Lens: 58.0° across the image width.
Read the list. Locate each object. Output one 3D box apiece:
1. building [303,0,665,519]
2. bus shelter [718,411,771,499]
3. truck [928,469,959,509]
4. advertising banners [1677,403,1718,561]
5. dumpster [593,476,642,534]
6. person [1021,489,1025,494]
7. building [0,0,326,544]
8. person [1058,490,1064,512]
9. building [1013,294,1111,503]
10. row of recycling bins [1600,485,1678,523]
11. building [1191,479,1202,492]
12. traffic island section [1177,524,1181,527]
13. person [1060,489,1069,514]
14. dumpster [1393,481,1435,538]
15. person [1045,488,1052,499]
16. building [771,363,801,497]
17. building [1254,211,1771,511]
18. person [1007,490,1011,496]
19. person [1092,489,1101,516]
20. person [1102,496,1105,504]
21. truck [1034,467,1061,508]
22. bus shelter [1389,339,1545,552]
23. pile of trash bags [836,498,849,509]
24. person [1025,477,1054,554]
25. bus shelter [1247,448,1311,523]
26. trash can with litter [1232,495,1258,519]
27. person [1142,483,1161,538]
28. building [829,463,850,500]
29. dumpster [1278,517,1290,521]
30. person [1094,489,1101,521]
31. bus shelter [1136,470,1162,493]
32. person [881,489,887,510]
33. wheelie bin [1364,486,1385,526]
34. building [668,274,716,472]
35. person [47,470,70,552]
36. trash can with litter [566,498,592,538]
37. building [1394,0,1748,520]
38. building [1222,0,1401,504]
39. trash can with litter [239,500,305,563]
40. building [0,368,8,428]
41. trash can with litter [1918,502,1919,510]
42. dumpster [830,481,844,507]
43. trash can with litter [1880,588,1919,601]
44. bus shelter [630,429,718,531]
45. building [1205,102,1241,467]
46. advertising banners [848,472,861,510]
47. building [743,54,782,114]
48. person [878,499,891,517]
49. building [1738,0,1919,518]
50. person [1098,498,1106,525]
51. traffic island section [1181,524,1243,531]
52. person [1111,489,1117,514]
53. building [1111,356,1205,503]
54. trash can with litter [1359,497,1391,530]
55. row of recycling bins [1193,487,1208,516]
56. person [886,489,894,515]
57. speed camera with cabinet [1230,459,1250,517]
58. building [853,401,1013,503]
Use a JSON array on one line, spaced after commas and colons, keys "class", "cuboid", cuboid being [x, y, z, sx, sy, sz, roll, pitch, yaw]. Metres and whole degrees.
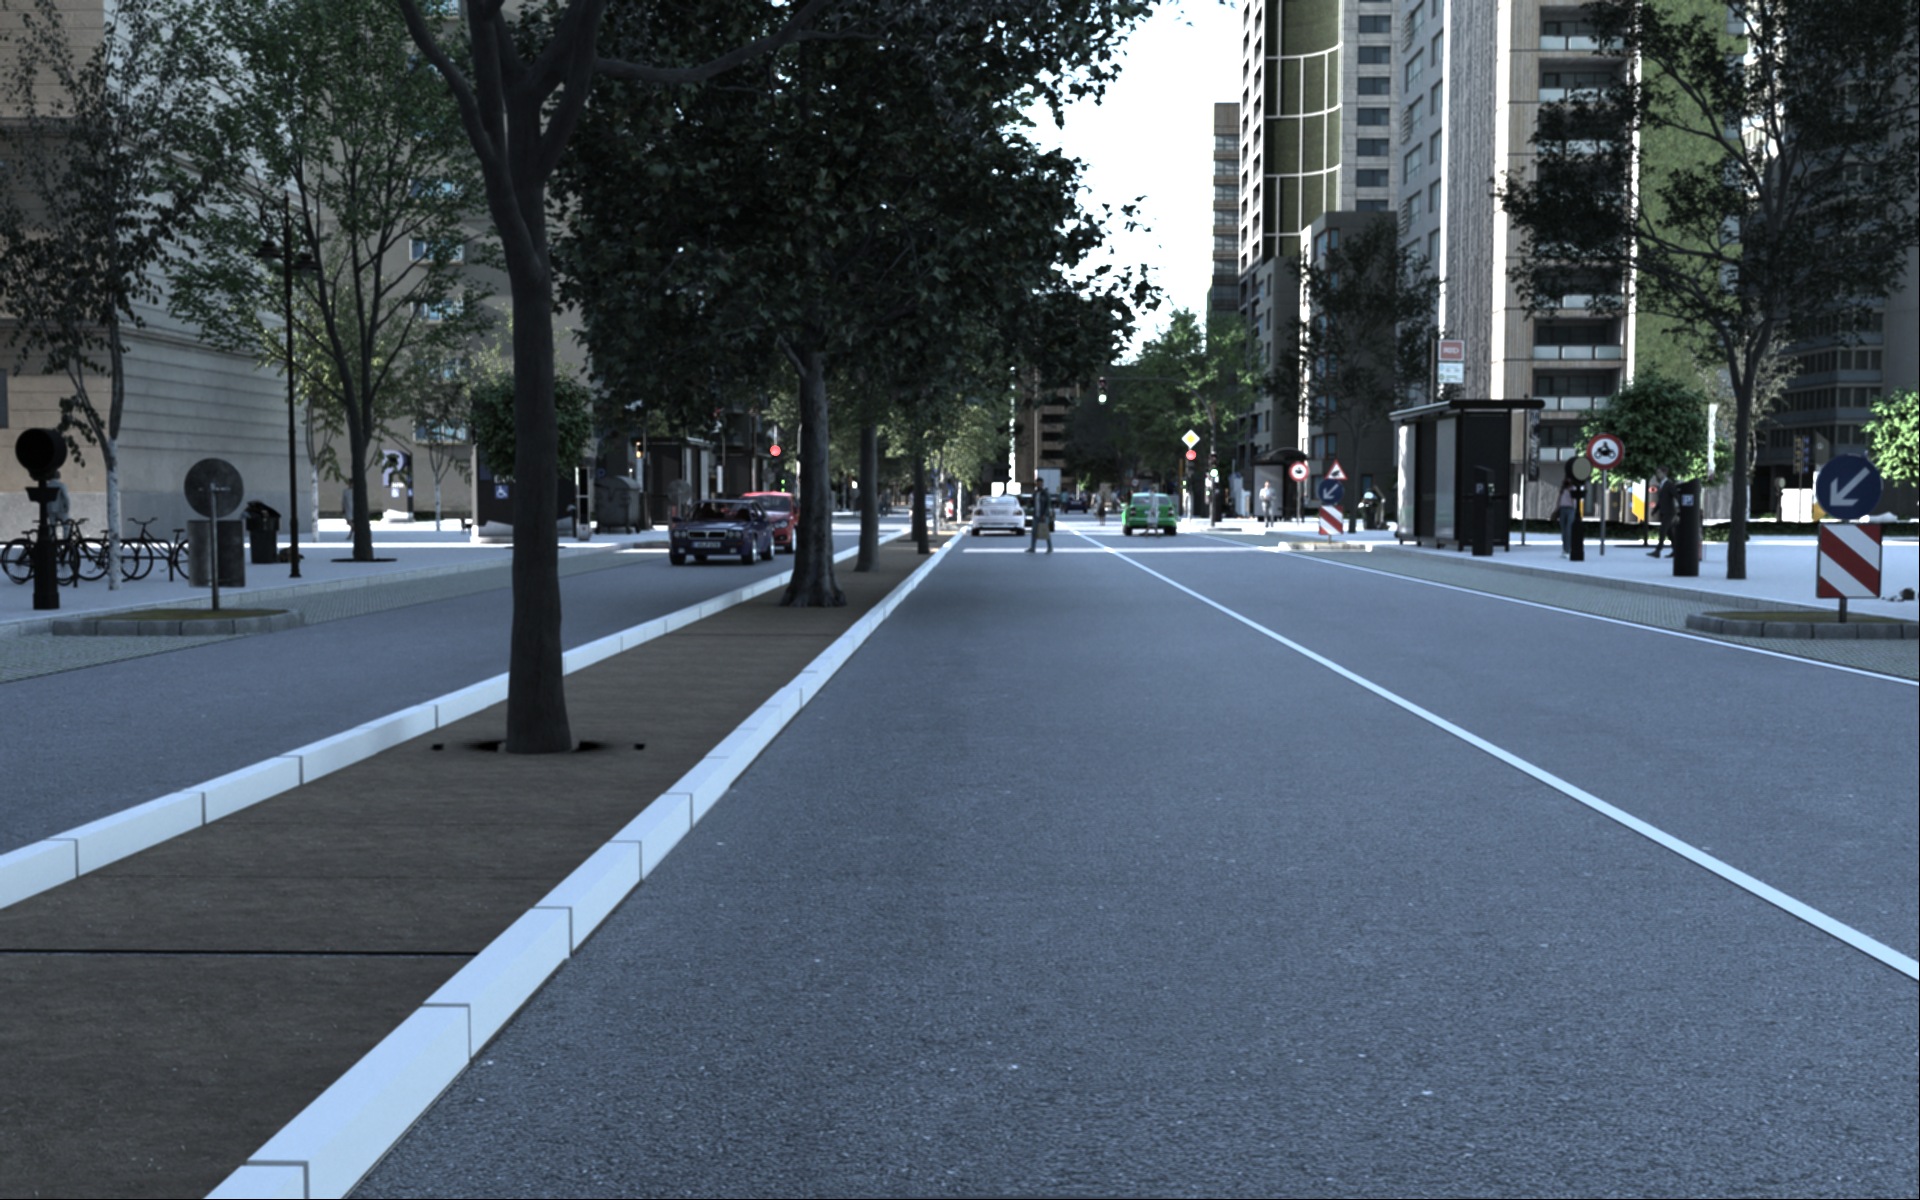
[{"class": "building", "cuboid": [-29.074, -28.934, 96.772, 21.300, 48.544, 21.600, 0, 4, 1]}, {"class": "bus shelter", "cuboid": [-10.655, -6.454, 83.149, 2.179, 5.291, 8.768, 0, 4, 1]}, {"class": "truck", "cuboid": [-1.433, -11.072, 170.779, 2.967, 4.110, 18.799, 0, 4, 1]}, {"class": "advertising banners", "cuboid": [14.061, -2.250, 32.981, 0.090, 3.025, 2.074, 3, 5, 41]}, {"class": "dumpster", "cuboid": [-11.012, -3.051, 55.635, 1.264, 1.857, 1.865, 0, 4, 1]}, {"class": "person", "cuboid": [5.250, -8.439, 146.497, 0.660, 1.820, 0.620, -3, 5, -39]}, {"class": "building", "cuboid": [-32.607, -16.101, 50.635, 23.554, 28.519, 14.401, 0, 4, 1]}, {"class": "person", "cuboid": [8.235, -8.013, 139.752, 0.600, 1.795, 0.529, -2, 4, -23]}, {"class": "building", "cuboid": [14.772, -29.363, 251.781, 14.107, 30.474, 14.160, 0, 4, 1]}, {"class": "row of recycling bins", "cuboid": [30.420, -4.288, 77.219, 3.534, 1.692, 1.069, 1, 4, 21]}, {"class": "building", "cuboid": [42.451, -31.233, 202.537, 32.217, 40.220, 23.993, 0, 4, 1]}, {"class": "traffic island section", "cuboid": [10.092, -3.276, 75.844, 2.009, 0.180, 2.903, 0, 4, 1]}, {"class": "person", "cuboid": [7.396, -7.001, 122.979, 0.660, 1.820, 0.620, 2, 4, 26]}, {"class": "dumpster", "cuboid": [13.263, -2.695, 49.817, 1.264, 1.857, 1.865, 0, 4, 1]}, {"class": "person", "cuboid": [5.109, -5.650, 101.077, 0.583, 1.804, 0.606, -1, 4, -17]}, {"class": "building", "cuboid": [-29.659, -31.109, 200.506, 23.993, 40.220, 32.217, 0, 4, 1]}, {"class": "building", "cuboid": [36.476, -16.830, 120.215, 27.650, 21.520, 28.899, 0, 4, 1]}, {"class": "person", "cuboid": [4.233, -8.418, 146.480, 0.694, 1.780, 0.624, 2, 4, 29]}, {"class": "person", "cuboid": [8.939, -6.357, 112.716, 0.678, 1.792, 0.850, -2, 4, -34]}, {"class": "person", "cuboid": [11.332, -7.616, 137.296, 0.475, 1.303, 0.640, -3, 5, -41]}, {"class": "truck", "cuboid": [9.309, -11.938, 184.092, 2.839, 4.237, 11.283, 0, 4, 1]}, {"class": "bus shelter", "cuboid": [11.970, -3.971, 42.564, 2.179, 5.291, 8.768, 0, 4, 1]}, {"class": "pile of trash bags", "cuboid": [-9.528, -8.396, 147.031, 1.912, 1.369, 3.447, -2, 4, -30]}, {"class": "person", "cuboid": [1.928, -1.991, 41.035, 0.713, 1.824, 0.794, -2, 4, -31]}, {"class": "bus shelter", "cuboid": [14.356, -5.153, 78.168, 2.014, 3.302, 5.546, 0, 4, 1]}, {"class": "trash can with litter", "cuboid": [14.767, -4.768, 89.011, 1.678, 1.210, 2.233, -1, 4, -11]}, {"class": "person", "cuboid": [6.306, -2.935, 56.838, 0.624, 1.780, 0.694, 0, 4, 7]}, {"class": "building", "cuboid": [-30.576, -36.864, 257.353, 28.867, 44.769, 22.147, 0, 4, 1]}, {"class": "dumpster", "cuboid": [15.024, -4.910, 82.779, 1.502, 2.255, 1.985, 0, 4, 2]}, {"class": "person", "cuboid": [7.246, -4.964, 90.669, 0.522, 1.701, 0.512, 0, 4, 0]}, {"class": "bus shelter", "cuboid": [16.206, -9.439, 148.247, 2.014, 3.302, 5.546, 0, 4, 1]}, {"class": "person", "cuboid": [-5.439, -7.144, 125.413, 0.694, 1.812, 0.767, -1, 4, -15]}, {"class": "wheelie bin", "cuboid": [15.796, -3.554, 66.009, 0.693, 1.594, 0.980, 2, 4, 25]}, {"class": "building", "cuboid": [-31.068, -31.264, 130.779, 23.786, 49.044, 30.456, 0, 4, 1]}, {"class": "person", "cuboid": [-20.050, -1.978, 38.476, 0.635, 1.810, 0.391, 0, 4, -7]}, {"class": "trash can with litter", "cuboid": [-11.185, -2.422, 50.989, 0.624, 1.170, 1.055, 0, 4, -3]}, {"class": "building", "cuboid": [31.628, -24.947, 91.478, 14.086, 41.232, 14.154, 0, 4, 1]}, {"class": "building", "cuboid": [36.142, -44.452, 165.043, 20.563, 71.187, 20.611, 0, 4, 1]}, {"class": "trash can with litter", "cuboid": [-12.778, -1.271, 32.173, 0.624, 1.170, 1.055, 2, 4, 28]}, {"class": "building", "cuboid": [-29.078, -14.348, 28.092, 14.314, 27.812, 24.014, 0, 4, 1]}, {"class": "trash can with litter", "cuboid": [43.030, -3.994, 76.685, 1.055, 1.170, 0.624, 1, 4, 19]}, {"class": "dumpster", "cuboid": [-9.462, -7.730, 128.873, 1.502, 2.255, 1.985, 0, 4, 2]}, {"class": "trash can with litter", "cuboid": [12.092, -0.623, 21.248, 2.233, 1.210, 1.678, -1, 4, -20]}, {"class": "bus shelter", "cuboid": [-11.004, -5.336, 64.872, 2.179, 5.291, 8.768, 0, 4, 2]}, {"class": "building", "cuboid": [32.913, -30.589, 183.727, 14.154, 41.232, 14.086, 0, 4, 1]}, {"class": "advertising banners", "cuboid": [-7.975, -8.598, 136.767, 2.074, 3.025, 0.090, 1, 4, 19]}, {"class": "building", "cuboid": [-28.841, -31.275, 165.973, 22.147, 44.769, 28.867, 0, 4, 1]}, {"class": "person", "cuboid": [-4.808, -5.709, 107.347, 0.738, 1.151, 1.012, -2, 4, -34]}, {"class": "building", "cuboid": [58.844, -24.868, 98.469, 23.993, 40.220, 32.217, 0, 4, 1]}, {"class": "person", "cuboid": [6.499, -4.055, 79.473, 0.362, 1.253, 0.373, -1, 4, -14]}, {"class": "traffic island section", "cuboid": [9.899, -2.788, 67.861, 2.009, 0.180, 2.903, 0, 4, 1]}, {"class": "person", "cuboid": [10.950, -7.011, 123.354, 0.478, 1.798, 0.641, -2, 4, -24]}, {"class": "building", "cuboid": [36.462, -25.351, 259.533, 28.899, 21.520, 27.650, 0, 4, 1]}, {"class": "trash can with litter", "cuboid": [14.787, -3.078, 61.704, 1.055, 1.170, 0.624, -1, 4, -16]}, {"class": "row of recycling bins", "cuboid": [14.179, -5.750, 101.130, 1.069, 1.692, 3.534, 1, 4, 11]}, {"class": "person", "cuboid": [-4.821, -6.755, 119.132, 0.526, 1.800, 0.537, -1, 4, -14]}, {"class": "speed camera with cabinet", "cuboid": [15.715, -6.288, 97.137, 0.660, 3.252, 2.038, -1, 4, -9]}, {"class": "building", "cuboid": [-4.039, -34.845, 261.592, 23.993, 40.220, 32.217, 0, 4, 1]}]
